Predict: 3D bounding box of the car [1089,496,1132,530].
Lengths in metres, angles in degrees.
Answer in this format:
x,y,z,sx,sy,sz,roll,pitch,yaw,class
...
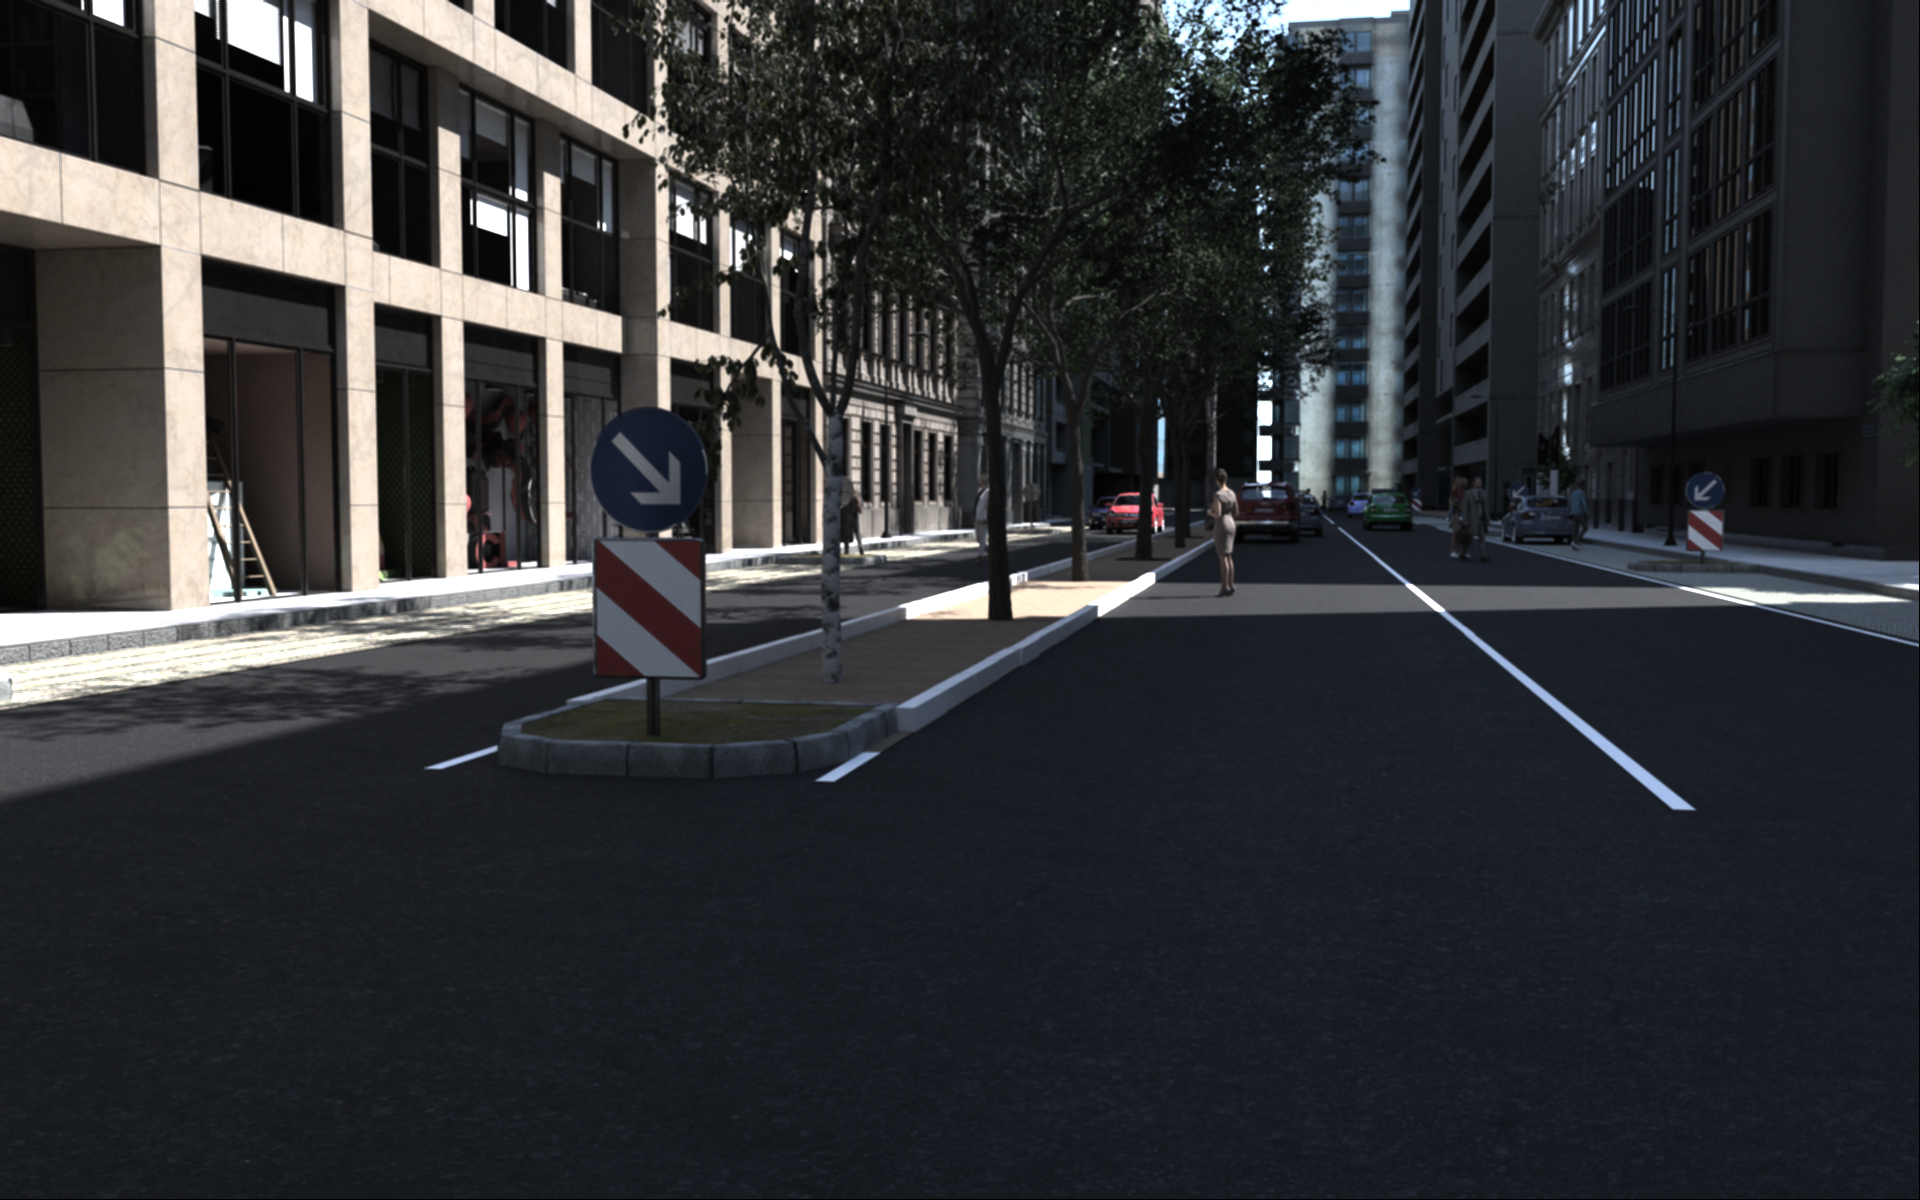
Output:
x,y,z,sx,sy,sz,roll,pitch,yaw,class
6.257,-3.536,70.388,1.945,1.354,3.894,1,4,11,car

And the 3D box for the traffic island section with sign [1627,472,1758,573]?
x,y,z,sx,sy,sz,roll,pitch,yaw,class
13.554,-1.442,32.203,1.989,1.847,2.006,1,4,11,traffic island section with sign

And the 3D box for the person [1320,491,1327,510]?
x,y,z,sx,sy,sz,roll,pitch,yaw,class
32.650,-8.946,155.562,0.721,1.735,1.217,3,4,37,person

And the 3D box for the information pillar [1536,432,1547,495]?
x,y,z,sx,sy,sz,roll,pitch,yaw,class
22.159,-4.554,65.817,0.504,3.616,0.183,-1,4,-15,information pillar

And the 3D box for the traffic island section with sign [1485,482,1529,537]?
x,y,z,sx,sy,sz,roll,pitch,yaw,class
18.704,-3.060,58.663,1.989,1.847,2.006,1,4,11,traffic island section with sign

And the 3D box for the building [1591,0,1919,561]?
x,y,z,sx,sy,sz,roll,pitch,yaw,class
25.199,-15.258,42.974,14.314,27.812,24.014,1,4,11,building

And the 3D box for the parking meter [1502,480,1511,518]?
x,y,z,sx,sy,sz,roll,pitch,yaw,class
23.332,-4.174,73.948,0.255,1.863,0.399,0,4,7,parking meter

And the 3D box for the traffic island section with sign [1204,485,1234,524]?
x,y,z,sx,sy,sz,roll,pitch,yaw,class
12.848,-4.608,83.481,2.006,1.907,1.989,1,4,11,traffic island section with sign

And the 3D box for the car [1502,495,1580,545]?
x,y,z,sx,sy,sz,roll,pitch,yaw,class
16.828,-2.340,50.261,2.014,1.417,4.499,1,4,11,car

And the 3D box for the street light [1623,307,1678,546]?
x,y,z,sx,sy,sz,roll,pitch,yaw,class
17.126,-4.307,42.968,1.470,5.913,1.316,1,4,11,street light

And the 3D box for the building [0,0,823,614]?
x,y,z,sx,sy,sz,roll,pitch,yaw,class
-16.218,-13.752,29.364,19.350,26.468,34.151,1,4,11,building

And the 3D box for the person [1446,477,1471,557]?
x,y,z,sx,sy,sz,roll,pitch,yaw,class
11.321,-1.884,39.275,0.573,1.828,0.580,2,4,25,person

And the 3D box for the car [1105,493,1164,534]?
x,y,z,sx,sy,sz,roll,pitch,yaw,class
6.417,-3.317,63.277,2.155,1.783,4.494,1,4,12,car

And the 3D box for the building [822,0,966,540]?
x,y,z,sx,sy,sz,roll,pitch,yaw,class
-6.299,-11.633,54.831,10.561,19.102,19.286,1,4,11,building

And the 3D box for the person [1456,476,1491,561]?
x,y,z,sx,sy,sz,roll,pitch,yaw,class
10.991,-1.731,36.900,0.694,1.812,0.767,-1,4,-19,person

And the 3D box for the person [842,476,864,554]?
x,y,z,sx,sy,sz,roll,pitch,yaw,class
-2.496,-1.877,39.147,0.622,1.834,0.822,-1,4,-21,person

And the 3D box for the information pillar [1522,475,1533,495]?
x,y,z,sx,sy,sz,roll,pitch,yaw,class
21.952,-3.826,67.053,0.304,2.012,0.304,0,4,-3,information pillar

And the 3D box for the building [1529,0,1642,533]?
x,y,z,sx,sy,sz,roll,pitch,yaw,class
30.044,-16.508,67.175,12.463,27.353,25.104,1,4,11,building

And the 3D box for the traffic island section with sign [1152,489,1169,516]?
x,y,z,sx,sy,sz,roll,pitch,yaw,class
12.242,-6.316,111.888,1.989,1.847,2.006,1,4,11,traffic island section with sign

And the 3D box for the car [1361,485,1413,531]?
x,y,z,sx,sy,sz,roll,pitch,yaw,class
17.078,-3.699,69.277,1.959,1.807,4.718,1,4,10,car

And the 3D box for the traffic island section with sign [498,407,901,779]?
x,y,z,sx,sy,sz,roll,pitch,yaw,class
-1.513,-0.097,9.722,2.006,1.907,1.989,1,4,11,traffic island section with sign

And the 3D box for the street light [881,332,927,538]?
x,y,z,sx,sy,sz,roll,pitch,yaw,class
-1.602,-4.733,49.933,1.470,5.913,1.316,1,4,11,street light

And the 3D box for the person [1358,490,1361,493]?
x,y,z,sx,sy,sz,roll,pitch,yaw,class
28.619,-7.012,123.866,1.217,1.735,0.721,-2,4,-31,person

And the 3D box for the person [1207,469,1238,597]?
x,y,z,sx,sy,sz,roll,pitch,yaw,class
3.656,-0.936,24.149,0.374,1.781,0.599,3,5,43,person

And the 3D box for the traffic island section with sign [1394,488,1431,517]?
x,y,z,sx,sy,sz,roll,pitch,yaw,class
28.298,-6.074,107.942,1.989,1.847,2.006,1,4,11,traffic island section with sign

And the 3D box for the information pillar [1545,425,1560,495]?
x,y,z,sx,sy,sz,roll,pitch,yaw,class
20.339,-4.153,59.263,0.183,3.616,0.504,0,4,-6,information pillar

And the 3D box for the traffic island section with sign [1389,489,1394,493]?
x,y,z,sx,sy,sz,roll,pitch,yaw,class
33.470,-7.692,134.398,1.989,1.847,2.006,1,4,11,traffic island section with sign

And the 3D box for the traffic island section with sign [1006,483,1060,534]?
x,y,z,sx,sy,sz,roll,pitch,yaw,class
2.565,-3.277,62.209,1.989,1.847,2.006,1,4,11,traffic island section with sign

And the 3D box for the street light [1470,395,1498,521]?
x,y,z,sx,sy,sz,roll,pitch,yaw,class
24.650,-6.660,81.430,1.470,5.913,1.316,1,4,11,street light

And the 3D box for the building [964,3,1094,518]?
x,y,z,sx,sy,sz,roll,pitch,yaw,class
-0.546,-25.044,93.060,14.154,41.232,14.086,1,4,11,building

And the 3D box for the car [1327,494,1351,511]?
x,y,z,sx,sy,sz,roll,pitch,yaw,class
31.673,-8.102,144.467,2.014,1.417,4.499,1,4,12,car

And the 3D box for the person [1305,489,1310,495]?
x,y,z,sx,sy,sz,roll,pitch,yaw,class
17.588,-4.785,87.654,0.530,1.710,0.541,2,4,29,person

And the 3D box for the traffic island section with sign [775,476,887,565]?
x,y,z,sx,sy,sz,roll,pitch,yaw,class
-2.588,-1.658,35.732,1.989,1.847,2.006,1,4,11,traffic island section with sign

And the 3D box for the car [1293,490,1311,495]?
x,y,z,sx,sy,sz,roll,pitch,yaw,class
29.260,-8.628,149.740,2.281,1.827,5.304,1,4,9,car

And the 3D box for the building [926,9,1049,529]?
x,y,z,sx,sy,sz,roll,pitch,yaw,class
-2.195,-13.695,73.069,9.793,20.994,18.267,1,4,11,building

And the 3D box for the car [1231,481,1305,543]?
x,y,z,sx,sy,sz,roll,pitch,yaw,class
9.279,-2.679,52.476,2.281,1.827,5.304,1,4,11,car

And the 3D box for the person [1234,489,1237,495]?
x,y,z,sx,sy,sz,roll,pitch,yaw,class
14.757,-5.152,93.412,0.551,1.740,0.621,0,4,2,person

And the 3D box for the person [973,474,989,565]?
x,y,z,sx,sy,sz,roll,pitch,yaw,class
0.512,-1.655,35.436,0.514,1.842,0.818,3,4,38,person

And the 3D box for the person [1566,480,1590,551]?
x,y,z,sx,sy,sz,roll,pitch,yaw,class
15.562,-2.128,43.637,0.444,1.785,0.601,-1,4,-15,person

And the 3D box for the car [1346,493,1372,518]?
x,y,z,sx,sy,sz,roll,pitch,yaw,class
24.062,-5.747,103.552,1.945,1.707,3.694,1,4,11,car

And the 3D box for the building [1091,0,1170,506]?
x,y,z,sx,sy,sz,roll,pitch,yaw,class
10.885,-30.814,153.912,14.200,45.320,14.600,1,4,11,building

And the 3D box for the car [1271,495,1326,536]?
x,y,z,sx,sy,sz,roll,pitch,yaw,class
11.672,-2.936,60.011,2.014,1.417,4.499,1,4,11,car

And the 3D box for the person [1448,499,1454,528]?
x,y,z,sx,sy,sz,roll,pitch,yaw,class
20.546,-3.634,72.201,0.394,1.301,0.425,1,4,9,person

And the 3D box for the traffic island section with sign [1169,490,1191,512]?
x,y,z,sx,sy,sz,roll,pitch,yaw,class
17.398,-7.934,138.347,1.989,1.847,2.006,1,4,11,traffic island section with sign

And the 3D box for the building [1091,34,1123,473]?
x,y,z,sx,sy,sz,roll,pitch,yaw,class
-3.805,-32.125,114.481,28.713,52.752,27.495,1,4,11,building
